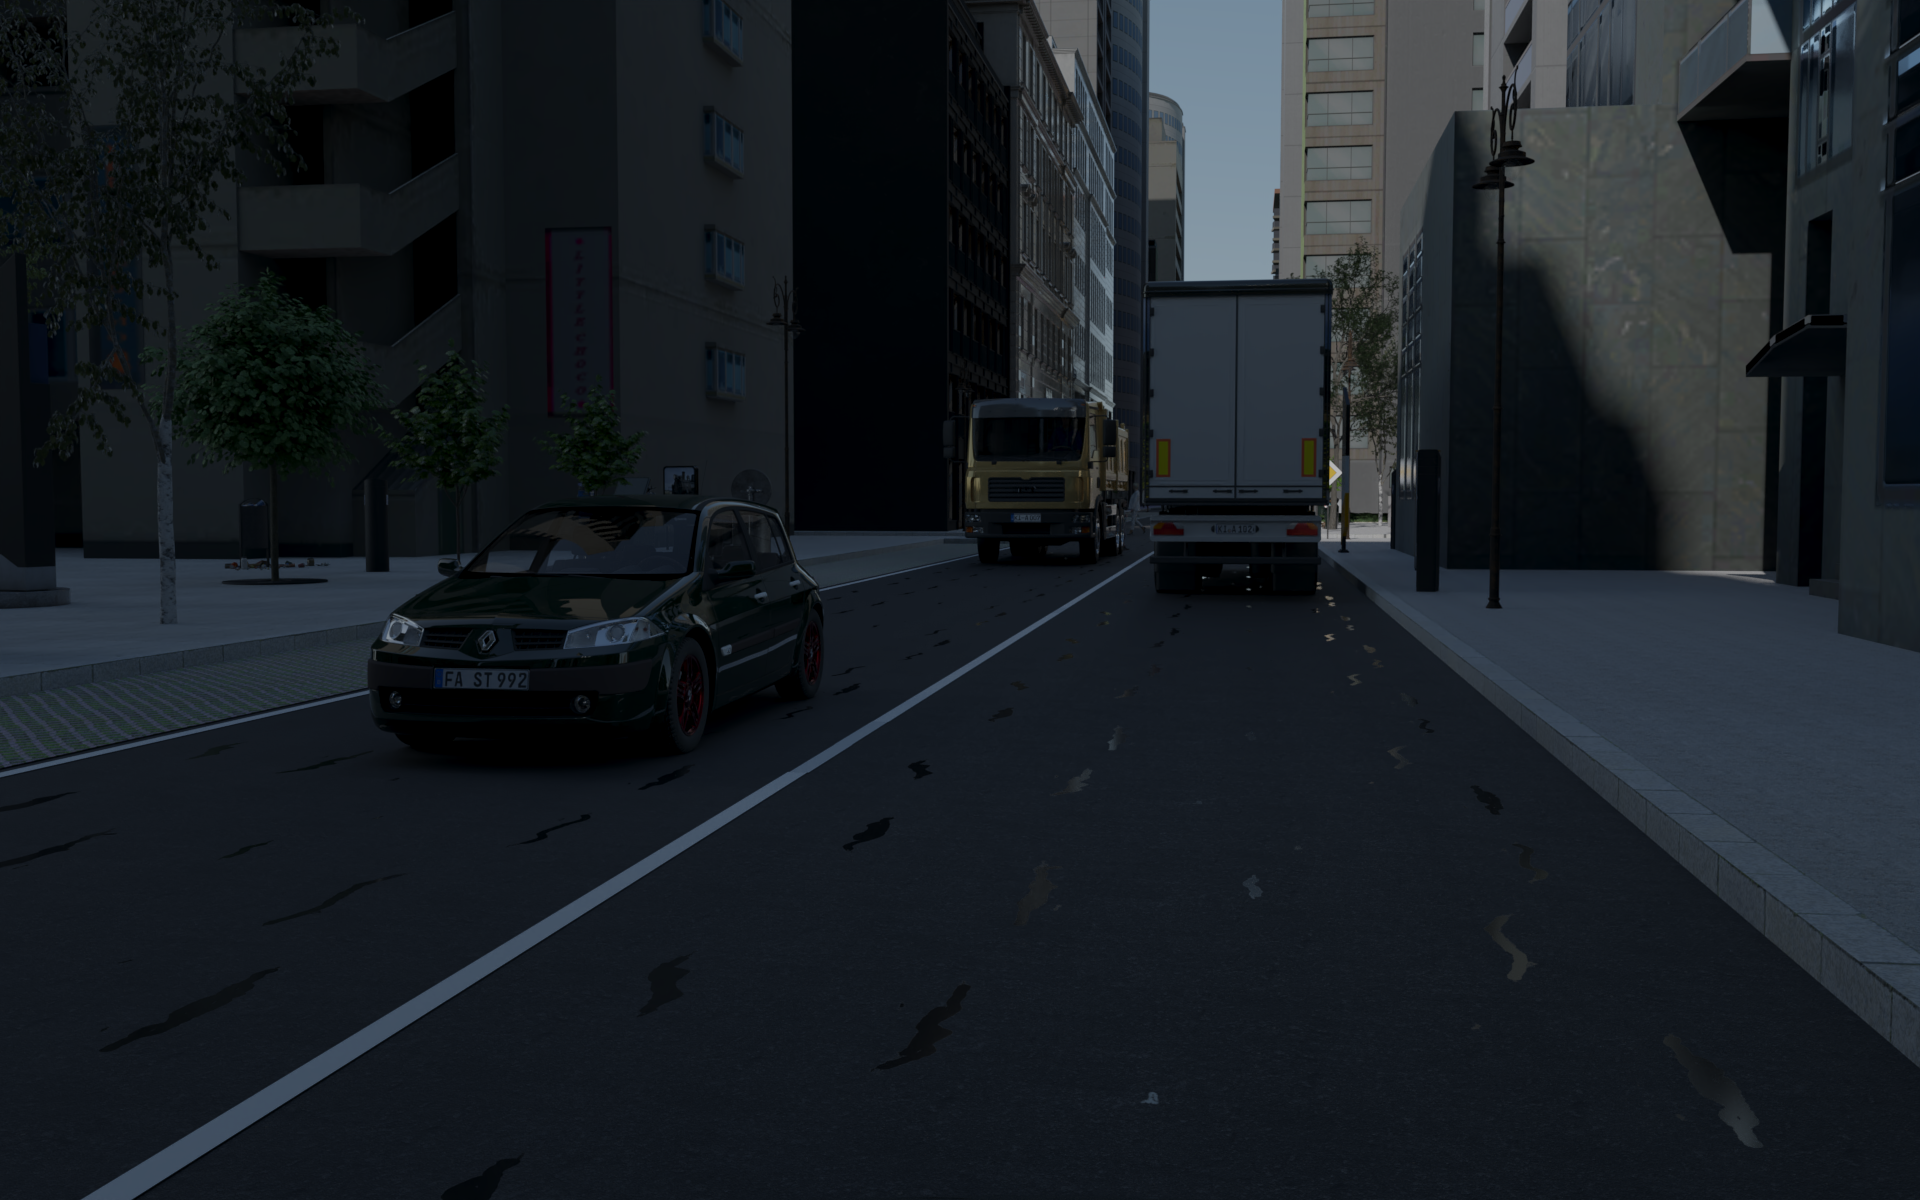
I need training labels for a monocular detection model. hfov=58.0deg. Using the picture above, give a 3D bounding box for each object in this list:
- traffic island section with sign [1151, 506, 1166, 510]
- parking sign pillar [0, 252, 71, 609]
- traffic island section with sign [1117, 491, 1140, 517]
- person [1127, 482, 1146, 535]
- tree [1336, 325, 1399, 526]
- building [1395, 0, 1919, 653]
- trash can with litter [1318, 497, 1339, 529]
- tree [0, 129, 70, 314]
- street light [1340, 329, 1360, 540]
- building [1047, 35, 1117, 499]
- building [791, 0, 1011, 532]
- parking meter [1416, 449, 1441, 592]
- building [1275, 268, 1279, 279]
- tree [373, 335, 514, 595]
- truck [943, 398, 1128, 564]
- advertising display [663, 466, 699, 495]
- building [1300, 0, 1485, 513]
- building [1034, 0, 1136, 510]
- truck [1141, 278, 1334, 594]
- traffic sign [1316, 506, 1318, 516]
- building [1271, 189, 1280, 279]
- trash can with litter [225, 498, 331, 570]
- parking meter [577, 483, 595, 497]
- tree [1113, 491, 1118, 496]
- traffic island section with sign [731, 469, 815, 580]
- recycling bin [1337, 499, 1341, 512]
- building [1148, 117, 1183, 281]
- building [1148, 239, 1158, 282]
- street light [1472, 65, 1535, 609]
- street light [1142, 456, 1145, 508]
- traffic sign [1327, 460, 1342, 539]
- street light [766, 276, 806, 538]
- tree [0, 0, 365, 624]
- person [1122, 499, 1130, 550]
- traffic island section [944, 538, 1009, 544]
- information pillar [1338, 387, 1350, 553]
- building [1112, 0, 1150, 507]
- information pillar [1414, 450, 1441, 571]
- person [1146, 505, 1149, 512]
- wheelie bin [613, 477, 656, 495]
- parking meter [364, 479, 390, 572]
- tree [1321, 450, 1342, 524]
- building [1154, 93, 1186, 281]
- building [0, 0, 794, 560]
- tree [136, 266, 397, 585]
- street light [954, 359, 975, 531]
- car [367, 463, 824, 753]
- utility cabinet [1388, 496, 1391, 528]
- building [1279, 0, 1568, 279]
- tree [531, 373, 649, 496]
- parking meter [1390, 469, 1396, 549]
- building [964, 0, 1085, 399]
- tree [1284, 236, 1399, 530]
[{"bbox_3d":[18.321,-9.072,156.958,1.989,1.847,2.006,1,4,9],"label":"traffic island section with sign"},{"bbox_3d":[-11.059,-1.918,19.837,1.447,3.967,1.447,1,4,21],"label":"parking sign pillar"},{"bbox_3d":[10.187,-6.073,107.929,1.989,1.847,2.006,1,4,9],"label":"traffic island section with sign"},{"bbox_3d":[6.238,-3.222,61.065,0.818,1.842,0.514,-1,4,-17],"label":"person"},{"bbox_3d":[17.025,-7.296,69.656,4.360,8.622,3.978,0,3,0],"label":"tree"},{"bbox_3d":[18.502,-43.272,20.177,22.319,86.520,31.000,1,4,9],"label":"building"},{"bbox_3d":[13.473,-3.179,63.370,0.624,1.170,1.055,0,4,-7],"label":"trash can with litter"},{"bbox_3d":[-17.238,-4.771,28.373,4.737,8.622,4.395,0,3,0],"label":"tree"},{"bbox_3d":[10.954,-4.648,48.781,0.468,5.910,1.993,1,4,9],"label":"street light"},{"bbox_3d":[3.581,-20.586,114.076,11.434,29.767,29.804,1,4,9],"label":"building"},{"bbox_3d":[-5.203,-14.528,67.217,12.332,23.373,15.834,1,4,9],"label":"building"},{"bbox_3d":[6.179,-1.047,22.831,0.255,1.863,0.399,1,4,23],"label":"parking meter"},{"bbox_3d":[47.068,-27.471,220.844,14.160,30.474,14.107,1,4,9],"label":"building"},{"bbox_3d":[-6.305,-1.629,21.228,1.663,3.219,1.824,0,3,0],"label":"tree"},{"bbox_3d":[2.012,-2.568,37.903,3.469,3.379,9.791,1,4,10],"label":"truck"},{"bbox_3d":[-6.374,-2.102,39.576,0.974,1.923,0.123,2,4,33],"label":"advertising display"},{"bbox_3d":[24.303,-24.674,87.019,14.154,41.232,14.086,1,4,9],"label":"building"},{"bbox_3d":[4.222,-43.141,143.612,20.563,71.187,20.611,1,4,9],"label":"building"},{"bbox_3d":[4.528,-2.404,28.226,2.839,4.237,11.283,1,4,9],"label":"truck"},{"bbox_3d":[11.775,-3.272,57.143,0.795,2.450,0.064,1,4,9],"label":"traffic sign"},{"bbox_3d":[54.551,-35.894,241.483,22.147,44.769,28.867,1,4,9],"label":"building"},{"bbox_3d":[-11.900,-1.173,30.231,1.678,1.210,2.233,3,4,38],"label":"trash can with litter"},{"bbox_3d":[-7.081,-1.501,32.947,0.372,1.533,0.369,0,3,0],"label":"parking meter"},{"bbox_3d":[11.621,-8.305,130.395,1.663,3.219,1.824,0,3,0],"label":"tree"},{"bbox_3d":[-3.311,-1.099,26.589,1.989,1.847,2.006,1,4,9],"label":"traffic island section with sign"},{"bbox_3d":[17.755,-4.188,81.034,0.722,1.027,0.722,0,4,8],"label":"recycling bin"},{"bbox_3d":[18.000,-36.950,227.834,21.300,48.544,21.600,1,4,9],"label":"building"},{"bbox_3d":[14.233,-25.578,189.908,14.160,30.474,14.107,1,4,9],"label":"building"},{"bbox_3d":[5.999,-2.843,19.279,0.468,5.910,1.993,1,4,9],"label":"street light"},{"bbox_3d":[17.531,-11.758,165.033,0.468,5.910,1.993,1,4,9],"label":"street light"},{"bbox_3d":[10.468,-2.790,49.265,0.795,2.450,0.064,1,4,9],"label":"traffic sign"},{"bbox_3d":[-3.685,-3.916,36.808,0.468,5.910,1.993,1,4,9],"label":"street light"},{"bbox_3d":[-8.069,-4.066,16.849,4.360,8.622,3.978,0,3,0],"label":"tree"},{"bbox_3d":[4.157,-1.918,44.134,0.394,1.301,0.425,-1,4,-17],"label":"person"},{"bbox_3d":[0.735,-1.754,50.956,2.009,0.180,2.903,1,4,9],"label":"traffic island section"},{"bbox_3d":[8.402,-2.838,37.761,0.183,3.616,0.504,0,4,3],"label":"information pillar"},{"bbox_3d":[6.971,-38.302,168.242,21.231,58.520,28.212,1,4,9],"label":"building"},{"bbox_3d":[7.827,-1.500,29.013,0.304,2.012,0.304,3,5,41],"label":"information pillar"},{"bbox_3d":[14.650,-7.754,136.066,0.721,1.735,1.217,0,4,5],"label":"person"},{"bbox_3d":[-6.117,-1.505,32.508,0.980,1.594,0.693,1,4,17],"label":"wheelie bin"},{"bbox_3d":[-9.618,-1.232,28.561,0.372,1.533,0.369,0,3,0],"label":"parking meter"},{"bbox_3d":[15.845,-4.870,74.232,1.663,3.219,1.824,0,3,0],"label":"tree"},{"bbox_3d":[21.536,-43.434,252.143,21.231,58.520,28.212,1,4,9],"label":"building"},{"bbox_3d":[-17.238,-25.672,43.442,21.600,48.544,21.300,1,4,9],"label":"building"},{"bbox_3d":[-9.833,-2.521,24.925,4.285,4.588,4.351,0,3,0],"label":"tree"},{"bbox_3d":[0.160,-5.289,59.258,0.468,5.910,1.993,1,4,9],"label":"street light"},{"bbox_3d":[-2.096,-0.069,10.915,2.009,1.686,4.222,1,4,10],"label":"car"},{"bbox_3d":[16.962,-3.391,66.610,1.020,1.237,0.306,-1,4,-22],"label":"utility cabinet"},{"bbox_3d":[31.945,-35.029,114.719,21.231,58.520,28.212,1,4,9],"label":"building"},{"bbox_3d":[-5.707,-2.024,27.690,1.663,3.219,1.824,0,3,0],"label":"tree"},{"bbox_3d":[10.192,-2.116,40.314,0.255,1.863,0.399,0,4,0],"label":"parking meter"},{"bbox_3d":[-1.105,-17.730,87.148,12.463,27.353,25.104,1,4,9],"label":"building"},{"bbox_3d":[13.748,-7.809,62.084,7.601,10.594,8.767,0,4,-6],"label":"tree"}]
